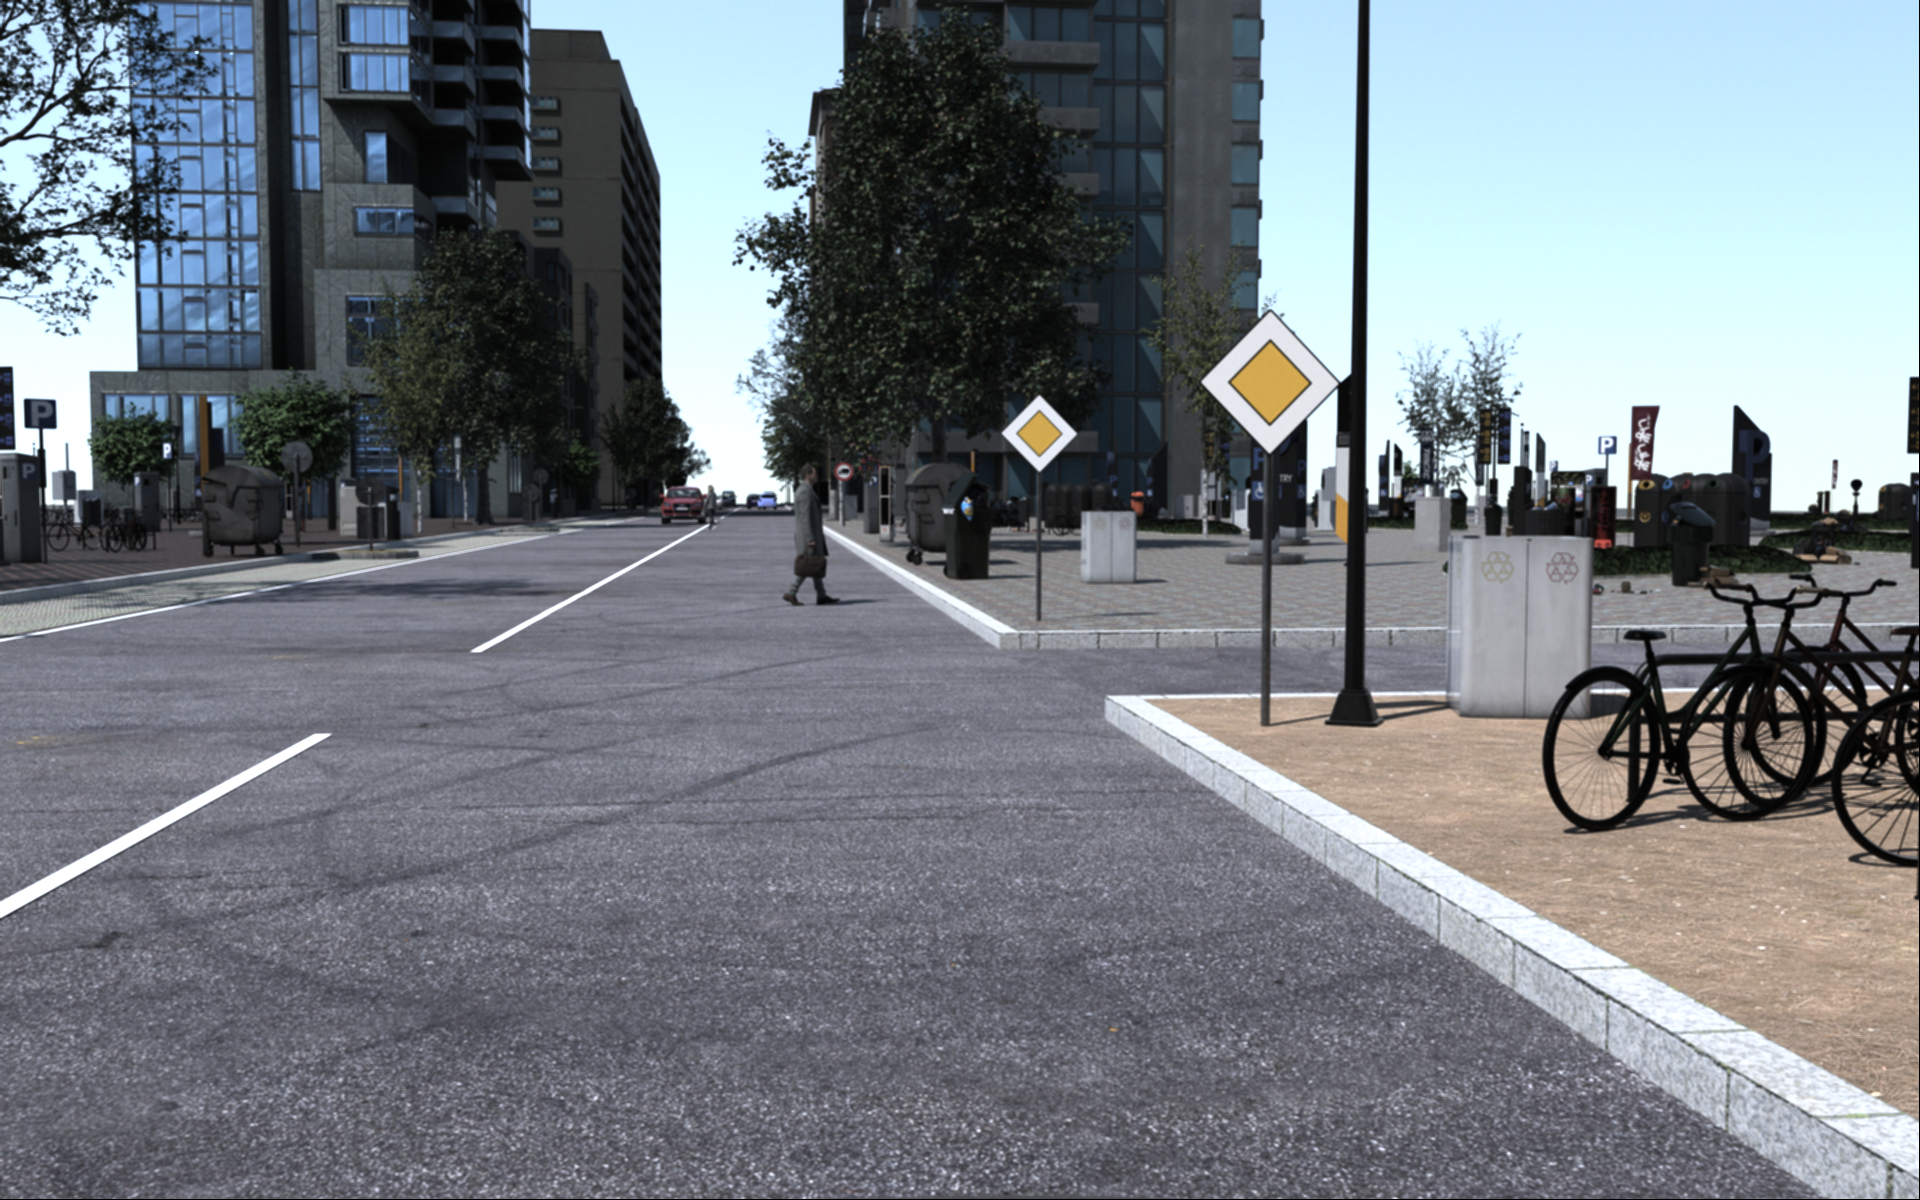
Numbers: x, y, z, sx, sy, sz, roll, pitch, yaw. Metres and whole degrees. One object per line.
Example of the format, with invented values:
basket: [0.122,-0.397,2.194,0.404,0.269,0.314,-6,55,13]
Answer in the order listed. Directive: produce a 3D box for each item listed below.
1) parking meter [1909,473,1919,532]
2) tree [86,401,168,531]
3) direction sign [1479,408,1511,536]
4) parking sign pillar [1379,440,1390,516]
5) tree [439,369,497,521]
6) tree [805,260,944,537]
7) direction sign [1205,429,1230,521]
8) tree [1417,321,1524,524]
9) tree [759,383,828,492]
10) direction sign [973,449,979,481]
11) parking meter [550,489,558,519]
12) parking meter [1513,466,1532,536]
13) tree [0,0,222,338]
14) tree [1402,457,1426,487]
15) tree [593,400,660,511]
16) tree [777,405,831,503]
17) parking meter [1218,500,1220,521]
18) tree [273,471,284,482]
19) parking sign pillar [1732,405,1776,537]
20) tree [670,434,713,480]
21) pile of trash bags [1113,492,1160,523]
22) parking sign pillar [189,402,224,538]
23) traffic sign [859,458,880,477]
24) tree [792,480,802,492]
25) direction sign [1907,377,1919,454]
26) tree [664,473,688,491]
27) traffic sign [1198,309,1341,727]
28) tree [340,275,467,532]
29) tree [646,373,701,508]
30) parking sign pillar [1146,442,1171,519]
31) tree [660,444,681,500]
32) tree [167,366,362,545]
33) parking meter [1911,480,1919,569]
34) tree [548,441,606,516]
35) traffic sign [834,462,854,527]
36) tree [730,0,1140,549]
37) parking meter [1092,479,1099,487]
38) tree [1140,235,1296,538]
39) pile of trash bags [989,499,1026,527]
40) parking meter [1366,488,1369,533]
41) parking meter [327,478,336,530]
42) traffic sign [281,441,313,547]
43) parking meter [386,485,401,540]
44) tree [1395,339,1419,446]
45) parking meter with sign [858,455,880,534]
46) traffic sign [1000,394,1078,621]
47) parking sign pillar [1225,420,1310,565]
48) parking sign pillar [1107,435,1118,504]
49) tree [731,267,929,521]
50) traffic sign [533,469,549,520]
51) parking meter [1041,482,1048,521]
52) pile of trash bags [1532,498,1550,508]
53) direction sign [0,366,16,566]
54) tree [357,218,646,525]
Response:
parking meter: [26.079,-2.534,47.150,0.399,1.863,0.255,-2,4,-26]
tree: [-29.225,-4.751,61.385,4.285,4.588,4.351,0,3,0]
direction sign: [14.085,-3.283,45.671,0.876,3.537,0.379,3,5,43]
parking sign pillar: [20.865,-5.915,85.182,1.447,3.967,1.447,1,4,18]
tree: [-23.455,-8.040,81.816,4.360,8.622,3.978,0,3,0]
tree: [-1.887,-6.181,51.419,4.360,8.622,3.978,0,3,0]
direction sign: [8.979,-4.199,60.643,0.876,3.537,0.379,0,4,7]
tree: [21.942,-7.529,73.464,4.360,8.622,3.978,0,3,0]
tree: [-16.762,-15.740,175.477,7.486,12.596,7.792,0,3,0]
direction sign: [0.785,-5.782,86.529,0.379,3.537,0.876,1,4,17]
parking meter: [-21.305,-5.045,90.900,0.372,1.533,0.369,0,3,0]
parking meter: [11.751,-1.864,36.183,0.255,1.863,0.399,3,5,43]
tree: [-13.665,-5.353,21.939,8.767,10.594,7.601,-1,4,-15]
tree: [23.037,-5.778,89.065,1.663,3.219,1.824,0,3,0]
tree: [-25.985,-11.172,133.025,4.737,8.622,4.395,0,3,0]
tree: [-10.670,-10.484,121.779,4.737,8.622,4.395,0,3,0]
parking meter: [10.137,-3.696,68.840,0.372,1.533,0.369,0,3,0]
tree: [-27.802,-4.578,69.449,1.663,3.219,1.824,0,3,0]
parking sign pillar: [24.098,-3.929,52.710,1.447,3.967,1.447,-2,4,-28]
tree: [-39.129,-19.067,246.160,8.767,10.594,7.601,0,4,-3]
pile of trash bags: [6.824,-3.524,67.375,1.912,1.369,3.447,0,4,-1]
parking sign pillar: [-22.123,-3.844,51.325,1.447,3.967,1.447,-2,4,-28]
traffic sign: [-3.023,-3.559,58.302,0.768,2.556,0.104,0,4,-5]
tree: [-18.301,-12.356,196.618,1.663,3.219,1.824,0,3,0]
direction sign: [18.762,-2.540,33.519,0.876,3.537,0.379,0,4,-1]
tree: [-35.289,-14.105,214.329,4.285,4.588,4.351,0,3,0]
traffic sign: [1.685,-0.359,9.514,0.795,2.450,0.064,0,4,-6]
tree: [-18.183,-6.552,57.482,4.737,8.622,4.395,0,3,0]
tree: [-29.559,-15.145,164.627,9.611,12.733,9.660,0,3,0]
parking sign pillar: [10.075,-6.122,88.560,1.447,3.967,1.447,3,5,41]
tree: [-31.603,-14.229,183.004,4.737,8.622,4.395,0,3,0]
tree: [-17.033,-3.720,44.535,4.285,4.588,4.351,0,3,0]
parking meter: [16.623,-1.311,29.846,0.372,1.533,0.369,0,3,0]
tree: [-22.324,-7.185,101.183,4.285,4.588,4.351,0,3,0]
traffic sign: [-4.582,-4.178,68.418,0.768,2.556,0.104,0,4,0]
tree: [-0.503,-7.550,40.449,9.611,12.733,9.660,0,3,0]
parking meter: [5.331,-3.824,68.237,0.255,1.863,0.399,0,4,1]
tree: [7.372,-6.099,50.077,4.737,8.622,4.395,0,3,0]
pile of trash bags: [0.719,-3.500,66.970,3.447,1.369,1.912,-1,4,-23]
parking meter: [13.247,-2.973,57.012,0.372,1.533,0.369,0,3,0]
parking meter: [-22.422,-3.429,61.782,0.255,1.863,0.399,-2,4,-26]
traffic sign: [-15.931,-2.539,41.612,0.768,2.556,0.104,0,4,1]
parking meter: [-15.879,-2.453,48.520,0.372,1.533,0.369,0,3,0]
tree: [22.355,-8.036,81.748,4.360,8.622,3.978,0,3,0]
parking meter with sign: [-2.922,-3.694,56.657,0.543,3.016,1.738,-1,4,-13]
traffic sign: [0.793,-0.844,17.449,0.795,2.450,0.064,0,4,-6]
parking sign pillar: [5.615,-2.652,31.827,1.447,3.967,1.447,1,4,16]
parking sign pillar: [6.968,-5.540,79.050,1.447,3.967,1.447,0,4,3]
tree: [-5.742,-10.591,83.538,12.009,13.543,11.850,0,3,0]
traffic sign: [-20.988,-5.299,86.749,0.768,2.556,0.104,0,4,-4]
parking meter: [4.228,-4.976,87.069,0.399,1.863,0.255,-3,5,-44]
pile of trash bags: [27.956,-4.483,83.057,1.912,1.369,3.447,0,4,-7]
direction sign: [-17.197,-2.378,30.882,0.876,3.537,0.379,1,4,16]
tree: [-20.047,-9.504,72.405,9.611,12.733,9.660,0,3,0]
